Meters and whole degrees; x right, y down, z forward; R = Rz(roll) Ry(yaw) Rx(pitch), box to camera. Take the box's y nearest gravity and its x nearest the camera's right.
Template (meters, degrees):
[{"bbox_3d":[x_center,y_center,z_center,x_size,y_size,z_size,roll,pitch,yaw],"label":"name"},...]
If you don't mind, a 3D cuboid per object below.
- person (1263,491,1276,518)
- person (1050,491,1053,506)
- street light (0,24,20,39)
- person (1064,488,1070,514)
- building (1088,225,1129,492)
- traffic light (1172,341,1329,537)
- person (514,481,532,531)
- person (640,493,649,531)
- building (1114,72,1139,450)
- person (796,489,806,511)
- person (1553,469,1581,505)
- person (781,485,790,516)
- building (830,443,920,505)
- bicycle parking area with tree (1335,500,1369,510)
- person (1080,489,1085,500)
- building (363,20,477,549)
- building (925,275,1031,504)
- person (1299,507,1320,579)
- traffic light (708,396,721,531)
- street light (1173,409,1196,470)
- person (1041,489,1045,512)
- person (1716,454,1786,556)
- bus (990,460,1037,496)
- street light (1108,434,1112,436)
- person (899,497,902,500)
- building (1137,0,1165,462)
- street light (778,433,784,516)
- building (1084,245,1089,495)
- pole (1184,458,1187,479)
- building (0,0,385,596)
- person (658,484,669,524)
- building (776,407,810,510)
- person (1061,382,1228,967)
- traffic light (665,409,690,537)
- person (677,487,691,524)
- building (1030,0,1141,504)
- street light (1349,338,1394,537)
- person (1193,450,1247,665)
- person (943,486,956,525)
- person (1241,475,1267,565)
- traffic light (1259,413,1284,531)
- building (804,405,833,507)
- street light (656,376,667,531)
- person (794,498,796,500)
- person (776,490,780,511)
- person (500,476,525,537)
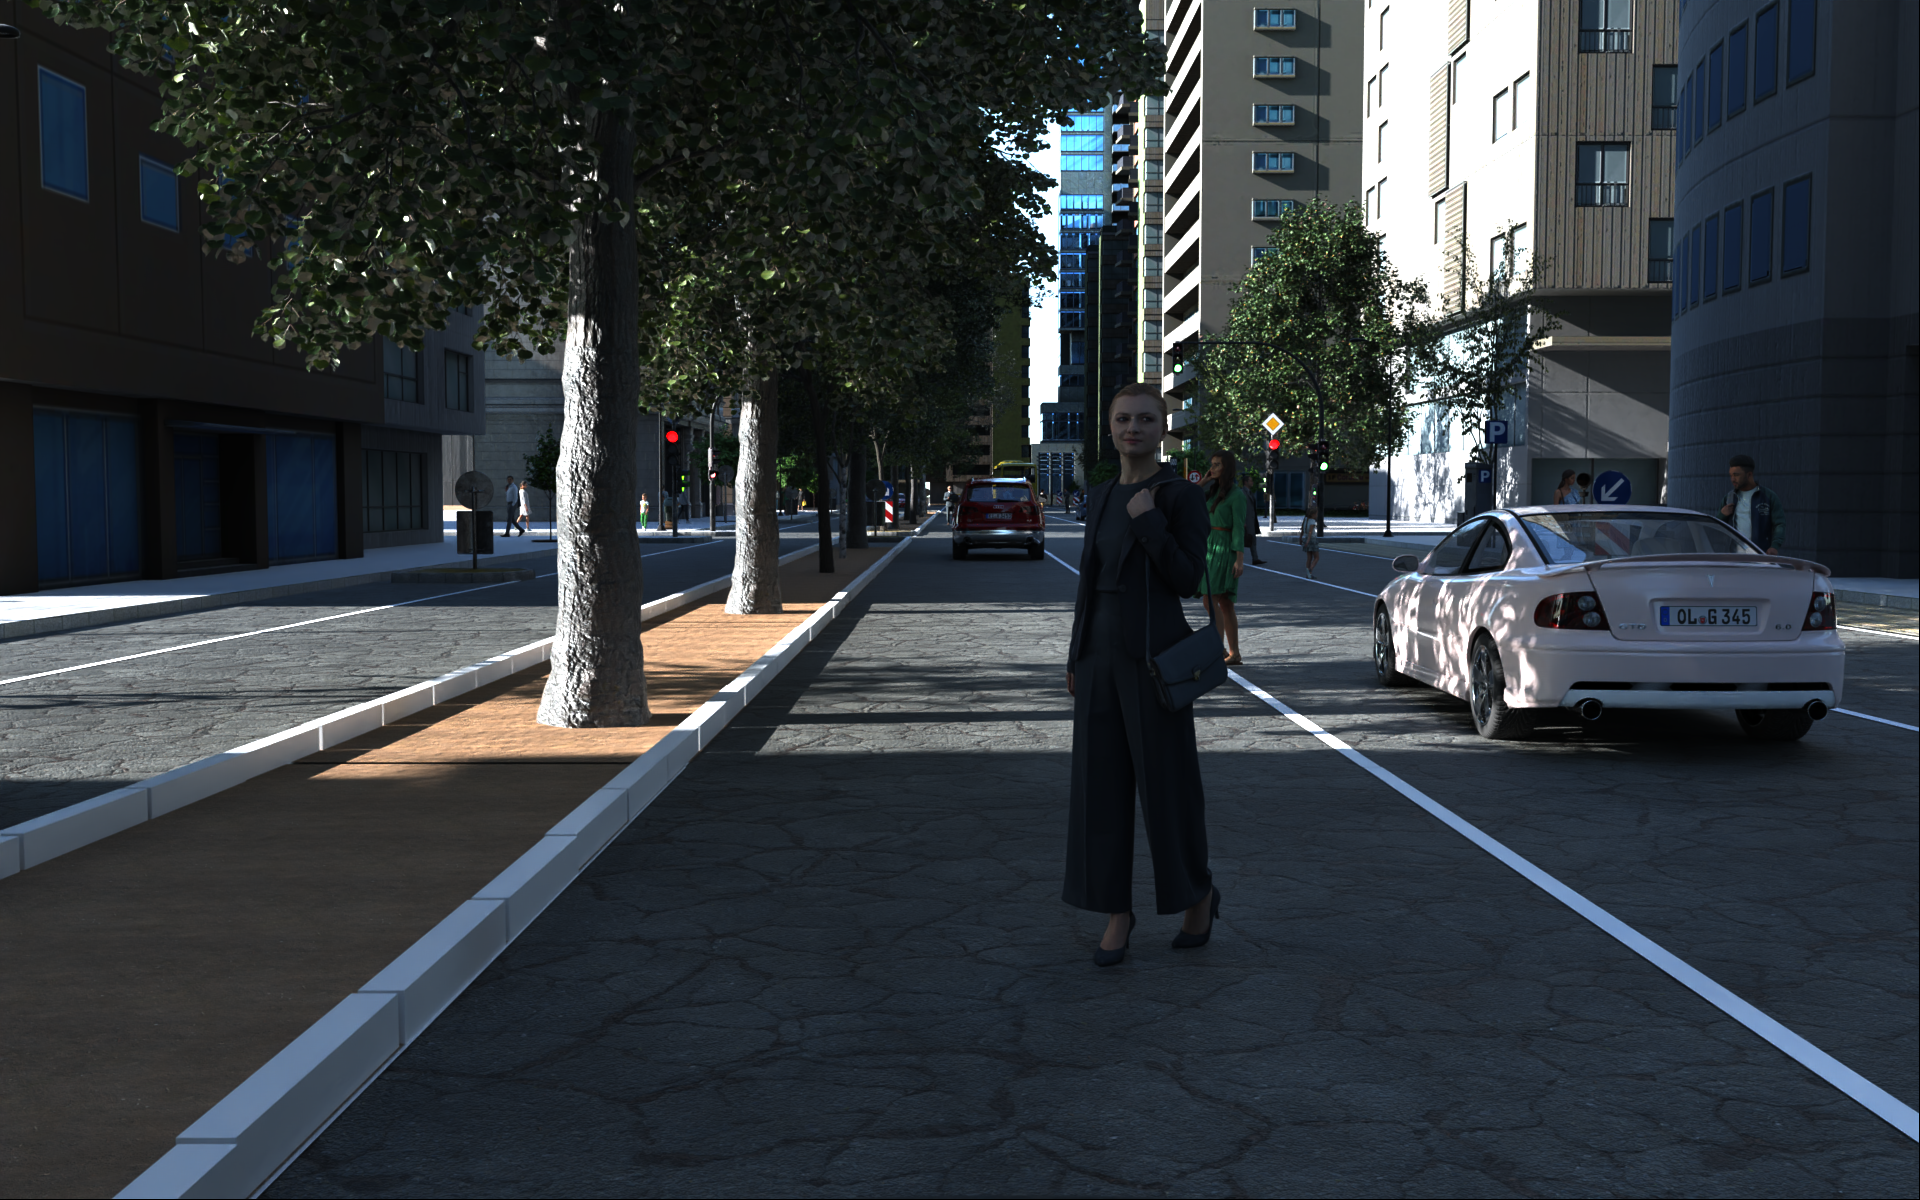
[{"bbox_3d":[16.579,-5.303,92.657,0.656,1.842,0.836,-3,4,-39],"label":"person"},{"bbox_3d":[10.838,-11.947,203.789,0.705,1.831,1.348,1,4,9],"label":"person"},{"bbox_3d":[-9.999,-2.737,17.283,1.470,5.913,1.316,0,3,0],"label":"street light"},{"bbox_3d":[7.851,-7.299,127.637,0.447,1.846,0.655,-2,4,-26],"label":"person"},{"bbox_3d":[21.813,-25.451,187.817,14.160,30.474,14.107,0,3,0],"label":"building"},{"bbox_3d":[8.662,-4.705,51.599,4.771,5.953,1.251,0,3,0],"label":"traffic light"},{"bbox_3d":[-15.134,-3.257,60.047,0.466,1.731,0.760,1,4,23],"label":"person"},{"bbox_3d":[-11.062,-3.085,60.730,0.306,1.304,0.590,0,4,-8],"label":"person"},{"bbox_3d":[26.430,-31.273,165.937,22.147,44.769,28.867,0,3,0],"label":"building"},{"bbox_3d":[-12.349,-7.732,132.679,0.699,1.804,1.509,-2,4,-30],"label":"person"},{"bbox_3d":[9.281,-1.103,26.623,0.616,1.811,0.778,-2,4,-24],"label":"person"},{"bbox_3d":[-10.274,-5.906,102.852,0.600,1.795,0.529,2,4,29],"label":"person"},{"bbox_3d":[-18.775,-39.425,233.833,27.495,52.752,28.713,0,3,0],"label":"building"},{"bbox_3d":[27.763,-7.281,106.039,8.231,4.147,9.016,-2,4,-23],"label":"bicycle parking area with tree"},{"bbox_3d":[10.188,-8.236,143.188,0.705,1.821,1.348,2,4,32],"label":"person"},{"bbox_3d":[-19.763,-21.910,41.830,14.086,41.232,14.154,0,3,0],"label":"building"},{"bbox_3d":[2.032,-27.863,227.261,14.107,30.474,14.160,0,3,0],"label":"building"},{"bbox_3d":[5.851,-0.962,29.242,0.382,1.210,0.505,-2,4,-26],"label":"person"},{"bbox_3d":[-6.423,-5.203,59.732,4.771,5.953,1.251,0,3,0],"label":"traffic light"},{"bbox_3d":[12.242,-7.443,94.230,1.470,5.913,1.316,0,3,0],"label":"street light"},{"bbox_3d":[6.631,-7.962,138.674,0.705,1.824,1.348,-1,4,-13],"label":"person"},{"bbox_3d":[7.017,-0.401,15.400,0.623,1.781,0.721,2,4,35],"label":"person"},{"bbox_3d":[3.884,-8.201,125.633,2.896,3.916,12.252,0,4,-2],"label":"bus"},{"bbox_3d":[12.224,-9.929,134.875,1.470,5.913,1.316,0,3,0],"label":"street light"},{"bbox_3d":[-5.717,-8.664,150.159,1.348,1.824,0.705,1,4,12],"label":"person"},{"bbox_3d":[21.636,-28.174,144.246,14.154,41.232,14.086,0,3,0],"label":"building"},{"bbox_3d":[-10.010,-7.898,101.666,1.470,5.913,1.316,0,3,0],"label":"street light"},{"bbox_3d":[21.367,-26.312,201.898,14.160,30.474,14.107,0,3,0],"label":"building"},{"bbox_3d":[12.816,-6.398,98.458,0.158,3.312,0.155,0,3,0],"label":"pole"},{"bbox_3d":[-18.608,-23.049,26.961,14.600,45.320,14.200,0,3,0],"label":"building"},{"bbox_3d":[-12.574,-4.055,73.343,0.512,1.701,0.522,0,4,0],"label":"person"},{"bbox_3d":[-23.960,-30.268,149.510,22.147,44.769,28.867,0,3,0],"label":"building"},{"bbox_3d":[0.557,0.215,5.409,0.576,1.772,0.534,2,4,24],"label":"person"},{"bbox_3d":[-8.508,-3.840,51.710,0.839,4.253,0.868,0,3,0],"label":"traffic light"},{"bbox_3d":[-12.050,-4.217,75.169,0.728,1.800,0.709,-3,4,-36],"label":"person"},{"bbox_3d":[24.617,-56.057,229.211,31.000,86.520,22.319,0,3,0],"label":"building"},{"bbox_3d":[12.291,-4.843,51.730,1.470,5.913,1.316,0,3,0],"label":"street light"},{"bbox_3d":[2.184,-0.342,14.333,0.529,1.795,0.600,-3,4,-38],"label":"person"},{"bbox_3d":[-0.415,-4.342,79.659,0.661,1.801,0.590,-1,4,-16],"label":"person"},{"bbox_3d":[5.819,-1.615,35.009,0.767,1.812,0.694,2,4,26],"label":"person"},{"bbox_3d":[10.747,-4.331,59.727,0.839,4.253,0.868,0,3,0],"label":"traffic light"},{"bbox_3d":[-20.020,-31.858,170.990,14.600,45.320,14.200,0,3,0],"label":"building"},{"bbox_3d":[-9.898,-5.371,60.350,1.470,5.913,1.316,0,3,0],"label":"street light"},{"bbox_3d":[-10.532,-6.299,109.460,0.534,1.772,0.576,0,4,1],"label":"person"},{"bbox_3d":[-13.977,-7.622,130.650,0.794,1.824,0.713,0,4,-2],"label":"person"},{"bbox_3d":[-13.423,-2.796,51.864,0.850,1.850,0.679,-3,5,-40],"label":"person"}]
